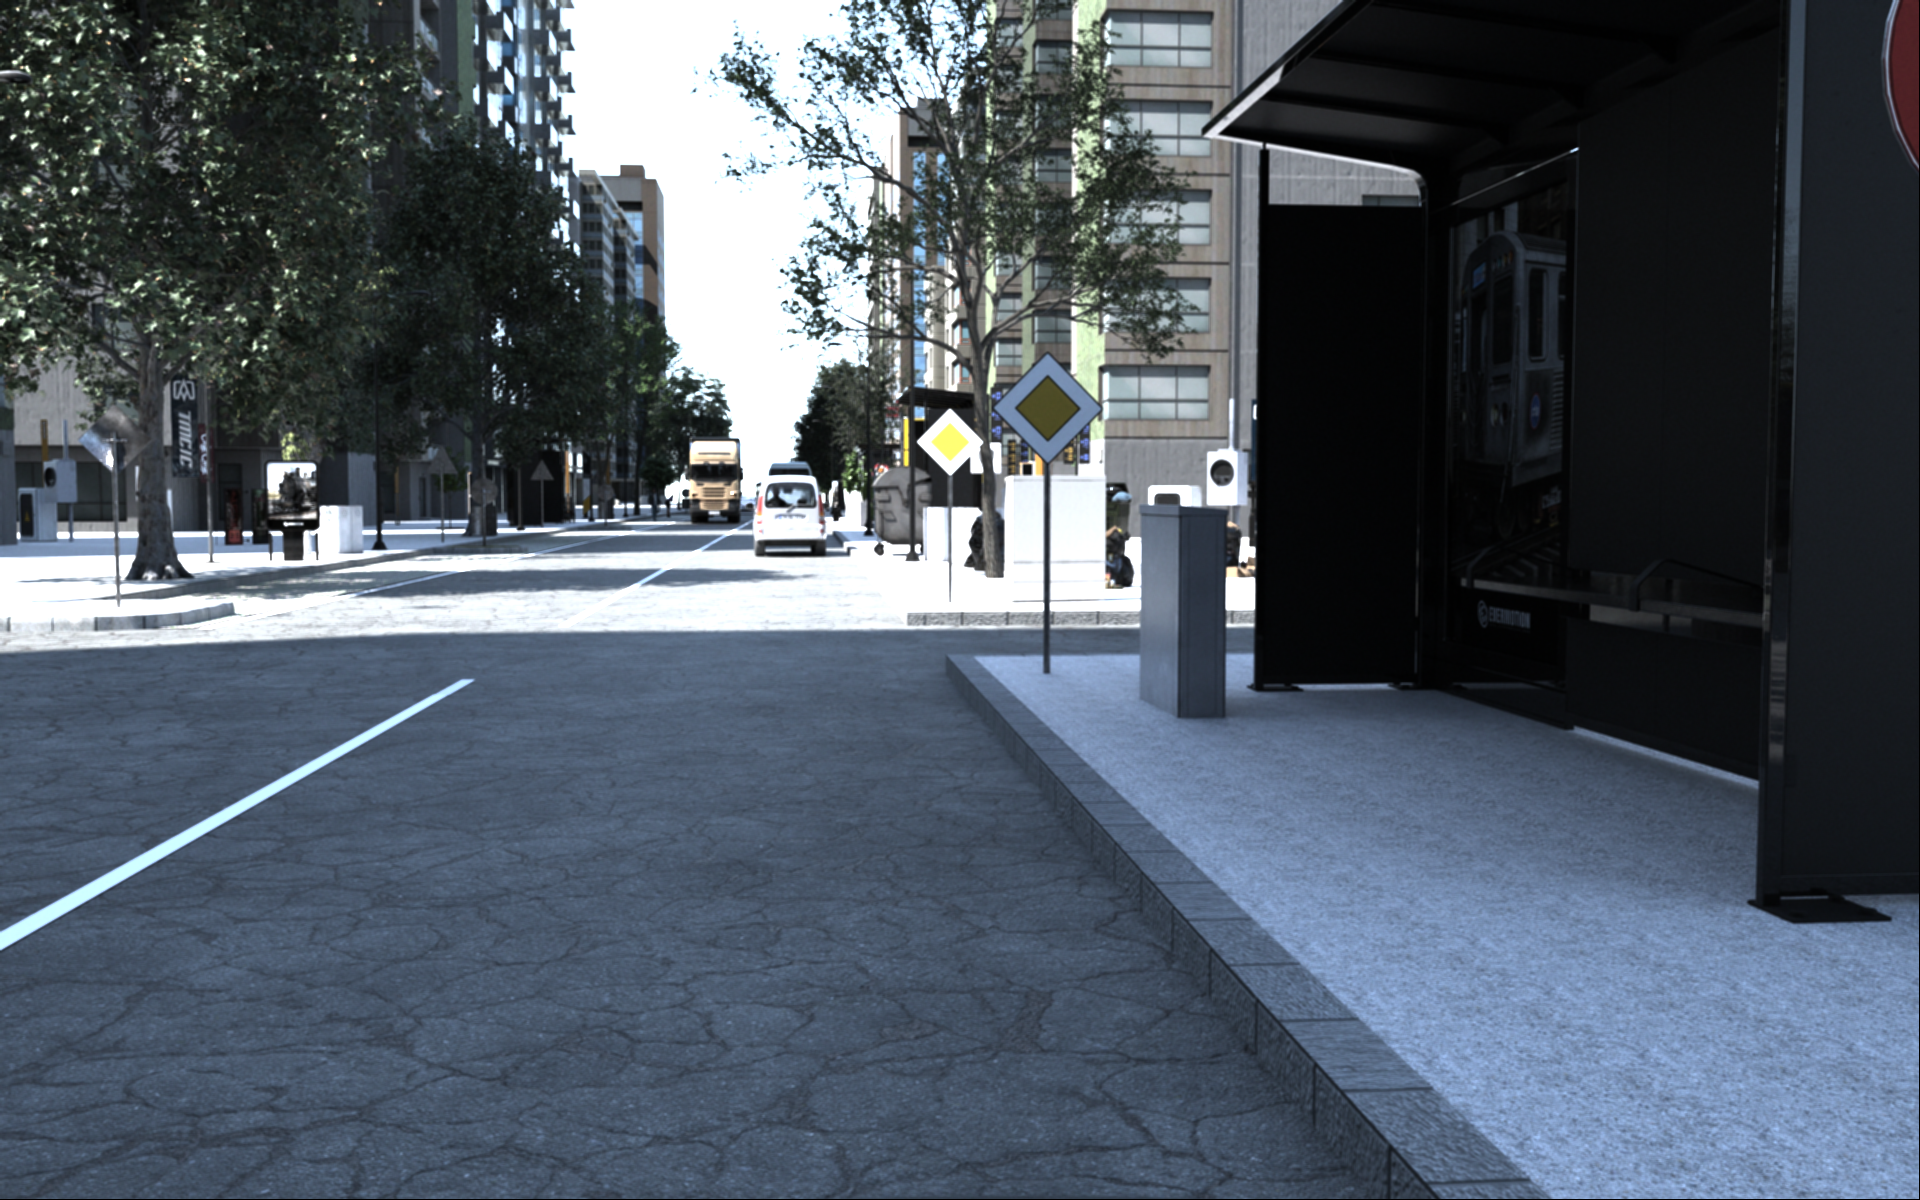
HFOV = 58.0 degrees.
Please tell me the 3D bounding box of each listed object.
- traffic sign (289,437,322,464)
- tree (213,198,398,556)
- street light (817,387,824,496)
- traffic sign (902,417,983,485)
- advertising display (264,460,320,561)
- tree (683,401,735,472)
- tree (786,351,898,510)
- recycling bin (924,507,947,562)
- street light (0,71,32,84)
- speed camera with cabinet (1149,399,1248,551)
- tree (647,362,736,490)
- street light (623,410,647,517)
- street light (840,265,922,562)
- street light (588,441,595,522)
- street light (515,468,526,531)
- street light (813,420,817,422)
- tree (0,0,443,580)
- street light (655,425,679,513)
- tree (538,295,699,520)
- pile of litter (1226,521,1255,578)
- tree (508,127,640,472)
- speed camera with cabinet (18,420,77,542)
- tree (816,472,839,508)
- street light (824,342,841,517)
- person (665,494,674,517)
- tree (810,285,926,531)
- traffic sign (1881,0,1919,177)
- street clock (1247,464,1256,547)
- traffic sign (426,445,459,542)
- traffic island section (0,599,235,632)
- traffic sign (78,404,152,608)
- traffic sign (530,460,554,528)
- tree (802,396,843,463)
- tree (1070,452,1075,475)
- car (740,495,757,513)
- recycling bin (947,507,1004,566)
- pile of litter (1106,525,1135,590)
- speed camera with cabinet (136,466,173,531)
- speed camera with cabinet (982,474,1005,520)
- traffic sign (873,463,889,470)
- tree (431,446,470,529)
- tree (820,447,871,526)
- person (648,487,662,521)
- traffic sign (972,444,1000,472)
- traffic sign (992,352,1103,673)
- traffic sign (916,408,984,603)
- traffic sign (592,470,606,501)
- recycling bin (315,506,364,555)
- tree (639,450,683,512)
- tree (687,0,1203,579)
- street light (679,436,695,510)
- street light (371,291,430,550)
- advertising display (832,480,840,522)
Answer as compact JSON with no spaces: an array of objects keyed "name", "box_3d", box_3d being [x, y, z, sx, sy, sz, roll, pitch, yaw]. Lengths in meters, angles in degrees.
[{"name":"traffic sign","box_3d":[-14.662,-2.366,38.786,0.768,2.556,0.104,0,4,2]},{"name":"tree","box_3d":[-13.829,-5.225,35.797,4.737,8.622,4.395,0,3,0]},{"name":"street light","box_3d":[-5.299,-6.239,74.543,1.470,5.913,1.316,0,4,-5]},{"name":"traffic sign","box_3d":[-0.390,-3.170,45.696,2.265,3.308,0.079,0,4,3]},{"name":"advertising display","box_3d":[-12.733,-1.703,33.054,0.974,1.923,0.123,0,4,-8]},{"name":"tree","box_3d":[-30.201,-17.746,208.273,7.486,12.596,7.792,0,3,0]},{"name":"tree","box_3d":[-9.610,-13.585,139.130,9.611,12.733,9.660,0,3,0]},{"name":"recycling bin","box_3d":[-0.218,-1.246,32.919,0.722,1.027,0.722,-2,4,-31]},{"name":"street light","box_3d":[-10.894,-2.850,19.134,1.470,5.913,1.316,0,4,-5]},{"name":"speed camera with cabinet","box_3d":[4.987,-2.570,36.351,2.038,3.252,0.660,2,4,34]},{"name":"tree","box_3d":[-26.090,-16.016,168.513,9.857,13.997,8.962,0,3,0]},{"name":"street light","box_3d":[-18.039,-7.558,96.112,1.470,5.913,1.316,0,4,-5]},{"name":"street light","box_3d":[-1.438,-3.671,32.562,1.470,5.913,1.316,0,4,-5]},{"name":"street light","box_3d":[-16.708,-6.630,80.940,1.470,5.913,1.316,0,4,-5]},{"name":"street light","box_3d":[-14.772,-5.365,60.258,1.470,5.913,1.316,0,4,-5]},{"name":"street light","box_3d":[-7.152,-7.494,95.071,1.470,5.913,1.316,0,4,-5]},{"name":"tree","box_3d":[-12.172,-6.652,25.771,9.611,12.733,9.660,0,3,0]},{"name":"street light","box_3d":[-19.960,-8.828,116.871,1.470,5.913,1.316,0,4,-5]},{"name":"tree","box_3d":[-18.034,-9.891,87.478,9.928,11.665,9.643,0,3,0]},{"name":"pile of litter","box_3d":[4.299,-0.790,26.890,1.719,0.858,1.176,0,4,1]},{"name":"tree","box_3d":[-14.515,-8.270,52.223,9.611,12.733,9.660,0,3,0]},{"name":"speed camera with cabinet","box_3d":[-24.483,-3.186,46.432,2.038,3.252,0.660,2,4,35]},{"name":"tree","box_3d":[-11.755,-10.584,156.766,4.285,4.588,4.351,0,3,0]},{"name":"street light","box_3d":[-3.345,-4.926,53.085,1.470,5.913,1.316,0,4,-5]},{"name":"person","box_3d":[-17.762,-5.767,106.021,0.421,1.427,0.697,2,4,34]},{"name":"tree","box_3d":[-2.978,-6.671,59.430,4.360,8.622,3.978,0,3,0]},{"name":"traffic sign","box_3d":[2.269,-0.215,3.627,0.768,2.556,0.104,0,4,1]},{"name":"street clock","box_3d":[7.073,-2.277,41.797,0.358,2.002,0.471,0,4,5]},{"name":"traffic sign","box_3d":[-13.733,-2.808,45.920,0.884,2.594,0.081,0,4,4]},{"name":"traffic island section","box_3d":[-9.497,0.170,19.506,2.009,0.180,2.903,0,4,-5]},{"name":"traffic sign","box_3d":[-9.474,-0.967,19.447,0.795,2.450,0.064,0,4,-5]},{"name":"traffic sign","box_3d":[-15.853,-4.018,65.694,0.884,2.594,0.081,0,4,1]},{"name":"tree","box_3d":[-12.136,-15.141,165.682,7.486,12.596,7.792,0,3,0]},{"name":"tree","box_3d":[6.748,-5.856,79.455,4.285,4.588,4.351,0,3,0]},{"name":"car","box_3d":[-15.115,-6.696,121.842,2.083,1.381,4.827,0,4,-6]},{"name":"recycling bin","box_3d":[0.308,-1.145,31.280,0.722,1.027,0.722,3,4,36]},{"name":"pile of litter","box_3d":[1.809,-0.595,23.690,1.176,0.858,1.719,2,4,33]},{"name":"speed camera with cabinet","box_3d":[-25.665,-3.718,55.127,0.660,3.252,2.038,-1,4,-11]},{"name":"speed camera with cabinet","box_3d":[1.248,-3.369,49.426,2.038,3.252,0.660,-1,4,-22]},{"name":"traffic sign","box_3d":[-3.243,-4.352,71.264,0.768,2.556,0.104,0,4,4]},{"name":"tree","box_3d":[-18.772,-4.208,63.397,1.663,3.219,1.824,0,3,0]},{"name":"tree","box_3d":[-4.326,-4.595,69.723,1.663,3.219,1.824,0,3,0]},{"name":"person","box_3d":[-16.123,-5.045,91.335,0.721,1.781,0.623,3,4,36]},{"name":"traffic sign","box_3d":[0.526,-2.011,35.007,0.606,2.300,0.079,0,4,1]},{"name":"traffic sign","box_3d":[0.618,-0.532,12.338,0.795,2.450,0.064,0,4,-5]},{"name":"traffic sign","box_3d":[-0.118,-1.018,20.289,0.795,2.450,0.064,0,4,-5]},{"name":"traffic sign","box_3d":[-19.404,-5.681,92.885,0.884,2.594,0.081,0,4,2]},{"name":"recycling bin","box_3d":[-13.327,-1.506,37.177,0.722,1.027,0.722,2,4,27]},{"name":"tree","box_3d":[-22.182,-8.773,127.160,4.285,4.588,4.351,0,3,0]},{"name":"tree","box_3d":[0.220,-5.614,26.197,7.601,10.594,8.767,2,4,23]},{"name":"street light","box_3d":[-21.812,-10.115,137.916,1.470,5.913,1.316,0,4,-5]},{"name":"street light","box_3d":[-12.797,-4.105,39.656,1.470,5.913,1.316,0,4,-5]},{"name":"advertising display","box_3d":[-5.779,-4.620,80.744,0.123,1.923,0.974,-1,4,-20]}]
